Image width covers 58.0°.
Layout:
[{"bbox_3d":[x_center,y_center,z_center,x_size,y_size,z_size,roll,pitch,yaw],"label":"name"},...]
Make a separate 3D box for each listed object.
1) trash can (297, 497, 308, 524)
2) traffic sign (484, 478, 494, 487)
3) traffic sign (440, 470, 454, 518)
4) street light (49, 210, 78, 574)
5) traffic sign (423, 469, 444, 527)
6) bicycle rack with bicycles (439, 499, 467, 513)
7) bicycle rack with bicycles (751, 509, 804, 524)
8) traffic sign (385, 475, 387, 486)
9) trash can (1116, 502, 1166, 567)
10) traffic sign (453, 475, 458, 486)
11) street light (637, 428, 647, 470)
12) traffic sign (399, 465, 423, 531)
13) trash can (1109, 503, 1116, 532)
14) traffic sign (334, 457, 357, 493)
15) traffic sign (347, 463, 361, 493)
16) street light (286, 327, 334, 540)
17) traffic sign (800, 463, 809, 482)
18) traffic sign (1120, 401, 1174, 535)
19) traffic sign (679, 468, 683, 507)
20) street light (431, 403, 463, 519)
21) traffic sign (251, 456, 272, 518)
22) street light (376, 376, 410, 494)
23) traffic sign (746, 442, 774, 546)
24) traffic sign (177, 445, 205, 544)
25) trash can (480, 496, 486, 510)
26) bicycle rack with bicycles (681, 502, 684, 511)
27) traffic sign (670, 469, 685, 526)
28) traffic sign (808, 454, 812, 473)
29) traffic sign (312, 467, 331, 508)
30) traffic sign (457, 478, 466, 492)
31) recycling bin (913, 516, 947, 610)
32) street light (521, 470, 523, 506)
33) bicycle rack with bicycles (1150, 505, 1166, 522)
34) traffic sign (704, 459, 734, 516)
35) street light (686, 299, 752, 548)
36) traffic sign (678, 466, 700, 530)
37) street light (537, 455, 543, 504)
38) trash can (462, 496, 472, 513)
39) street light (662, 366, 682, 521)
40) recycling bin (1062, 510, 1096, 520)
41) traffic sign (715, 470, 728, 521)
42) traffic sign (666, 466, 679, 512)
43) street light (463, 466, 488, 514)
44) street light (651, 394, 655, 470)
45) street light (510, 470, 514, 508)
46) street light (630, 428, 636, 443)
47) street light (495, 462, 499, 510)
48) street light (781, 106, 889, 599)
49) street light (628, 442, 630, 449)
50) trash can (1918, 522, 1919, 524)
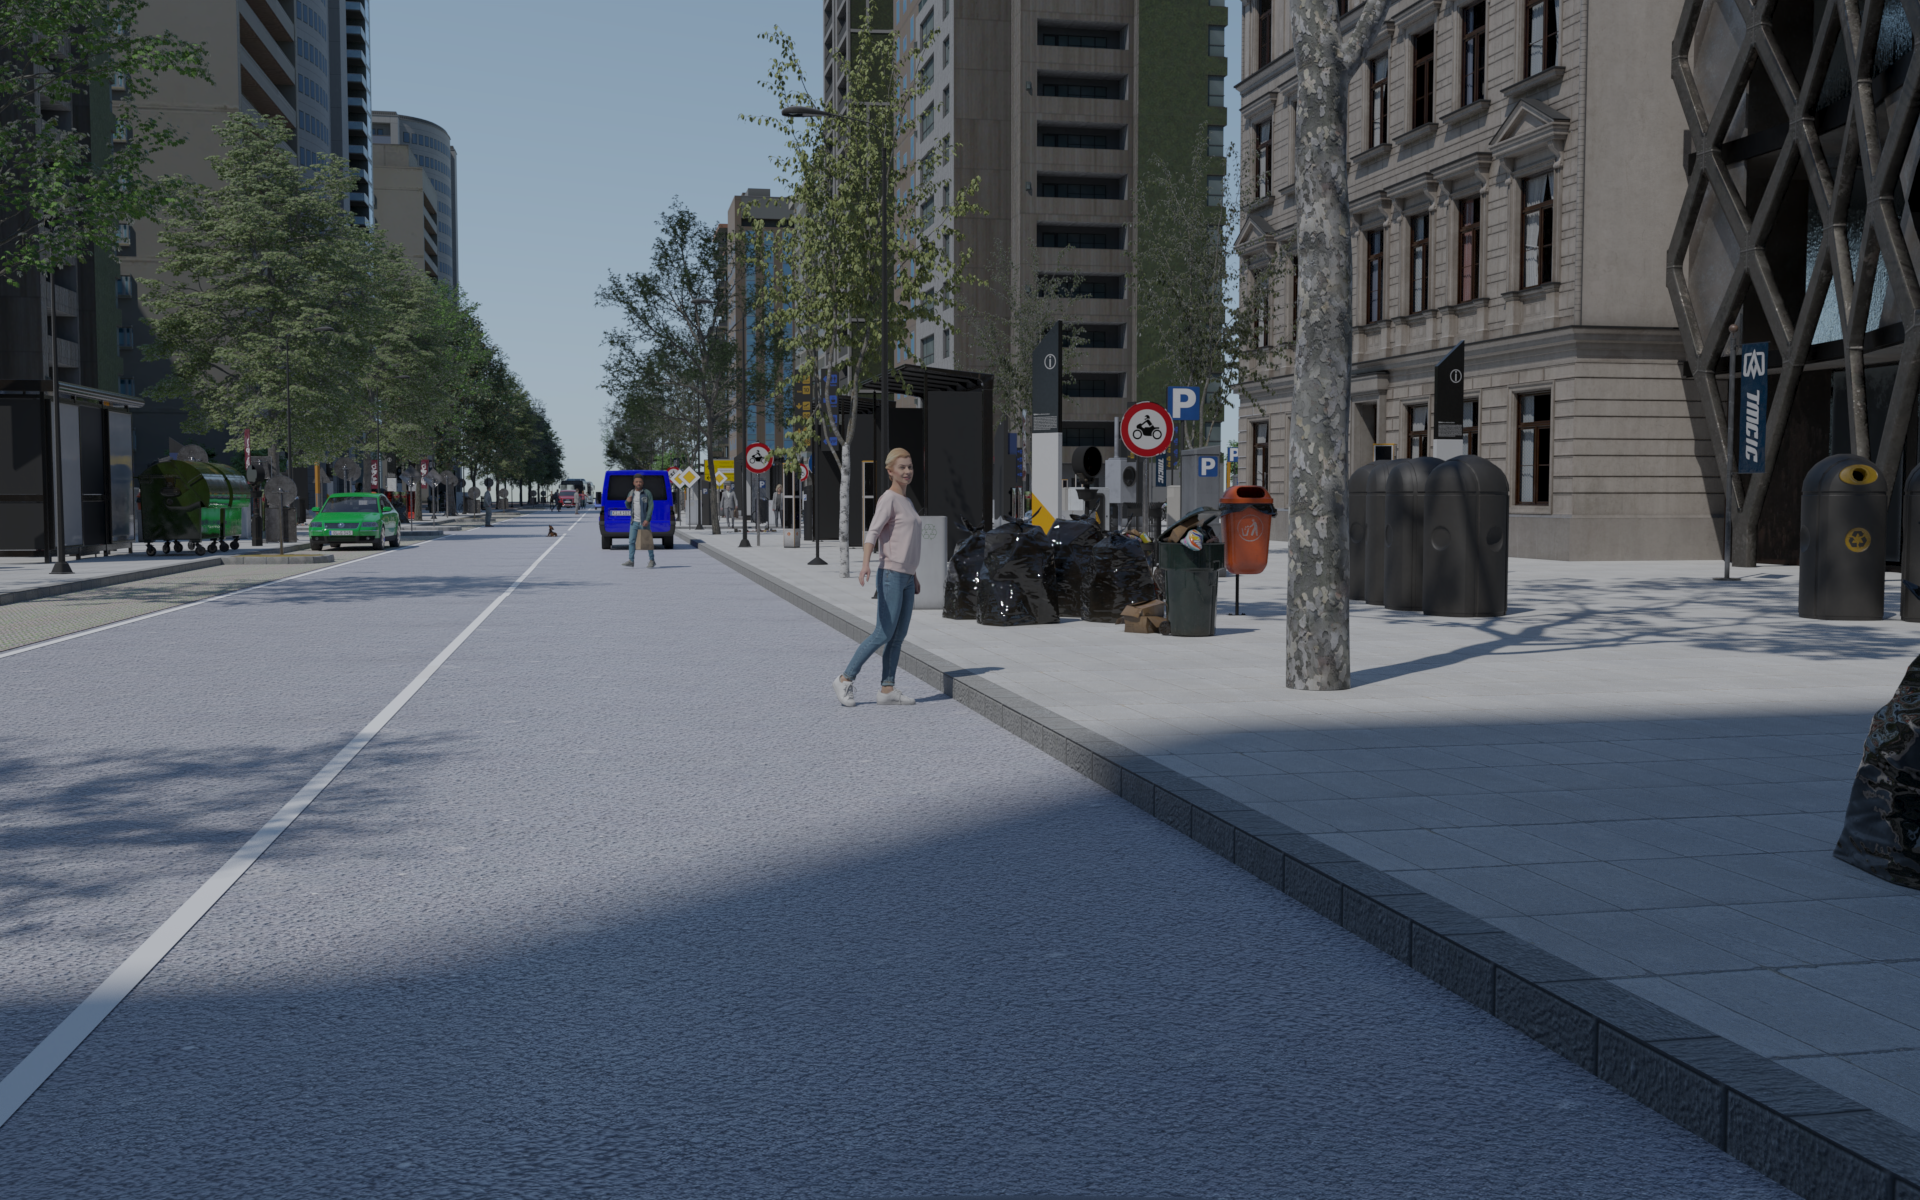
[{"bbox_3d":[-28.609,-3.869,74.912,0.748,1.137,0.748,0,3,0],"label":"trash can"},{"bbox_3d":[-36.771,-8.263,135.199,0.768,2.556,0.104,-1,4,-9],"label":"traffic sign"},{"bbox_3d":[-27.574,-5.688,93.097,0.768,2.556,0.104,-1,4,-10],"label":"traffic sign"},{"bbox_3d":[-13.892,-3.376,27.738,1.470,5.913,1.316,-1,4,-12],"label":"street light"},{"bbox_3d":[-20.641,-3.931,67.912,0.795,2.450,0.064,-1,4,-12],"label":"traffic sign"},{"bbox_3d":[-35.229,-6.567,120.747,2.852,0.926,2.925,0,4,5],"label":"bicycle rack with bicycles"},{"bbox_3d":[-7.341,-3.735,74.450,2.925,0.926,2.852,0,4,2],"label":"bicycle rack with bicycles"},{"bbox_3d":[-30.556,-5.560,93.041,0.606,2.300,0.079,-1,4,-9],"label":"traffic sign"},{"bbox_3d":[3.258,-1.159,30.606,0.748,1.137,0.748,0,3,0],"label":"trash can"},{"bbox_3d":[-33.843,-7.054,115.443,0.768,2.556,0.104,-1,4,-10],"label":"traffic sign"},{"bbox_3d":[-17.947,-7.877,101.322,1.470,5.913,1.316,-1,4,-12],"label":"street light"},{"bbox_3d":[-19.036,-3.452,60.090,0.795,2.450,0.064,-1,4,-12],"label":"traffic sign"},{"bbox_3d":[4.734,-2.576,53.764,0.748,1.137,0.748,0,3,0],"label":"trash can"},{"bbox_3d":[-21.121,-3.635,59.538,0.768,2.556,0.104,0,4,-4],"label":"traffic sign"},{"bbox_3d":[-23.909,-4.153,68.002,0.768,2.556,0.104,0,4,-6],"label":"traffic sign"},{"bbox_3d":[-18.087,-4.626,48.180,1.470,5.913,1.316,-1,4,-12],"label":"street light"},{"bbox_3d":[-6.619,-4.363,71.449,0.768,2.556,0.104,0,4,-3],"label":"traffic sign"},{"bbox_3d":[2.561,-1.454,23.874,0.768,2.556,0.104,-1,4,-11],"label":"traffic sign"},{"bbox_3d":[-13.842,-5.209,85.269,0.768,2.556,0.104,0,4,-4],"label":"traffic sign"},{"bbox_3d":[-26.451,-7.108,88.759,1.470,5.913,1.316,-1,4,-12],"label":"street light"},{"bbox_3d":[-18.913,-2.734,46.828,0.606,2.300,0.079,0,4,-3],"label":"traffic sign"},{"bbox_3d":[-22.229,-5.831,67.883,1.470,5.913,1.316,-1,4,-12],"label":"street light"},{"bbox_3d":[-4.984,-2.609,42.766,0.768,2.556,0.104,-1,4,-11],"label":"traffic sign"},{"bbox_3d":[-19.773,-2.724,44.644,0.768,2.556,0.104,-1,4,-9],"label":"traffic sign"},{"bbox_3d":[-37.344,-7.609,136.063,0.748,1.137,0.748,0,3,0],"label":"trash can"},{"bbox_3d":[-19.096,-6.750,123.738,2.852,0.926,2.925,1,4,23],"label":"bicycle rack with bicycles"},{"bbox_3d":[-11.286,-4.047,69.803,0.795,2.450,0.064,-1,4,-12],"label":"traffic sign"},{"bbox_3d":[-4.063,-3.094,50.690,0.768,2.556,0.104,0,4,-5],"label":"traffic sign"},{"bbox_3d":[-30.567,-5.074,82.962,0.884,2.594,0.081,0,4,-4],"label":"traffic sign"},{"bbox_3d":[-40.487,-8.597,140.668,0.768,2.556,0.104,0,4,-4],"label":"traffic sign"},{"bbox_3d":[-0.524,-0.426,19.515,0.722,1.027,0.722,0,4,-4],"label":"recycling bin"},{"bbox_3d":[-41.626,-11.645,162.944,1.470,5.913,1.316,-1,4,-12],"label":"street light"},{"bbox_3d":[9.509,-4.185,81.802,2.925,0.926,2.852,3,5,41],"label":"bicycle rack with bicycles"},{"bbox_3d":[-13.830,-6.572,101.317,2.265,3.308,0.079,0,4,-3],"label":"traffic sign"},{"bbox_3d":[-5.710,-4.213,41.432,1.470,5.913,1.316,-1,4,-12],"label":"street light"},{"bbox_3d":[-9.682,-3.568,61.981,0.795,2.450,0.064,-1,4,-12],"label":"traffic sign"},{"bbox_3d":[-49.998,-14.146,203.832,1.470,5.913,1.316,-1,4,-12],"label":"street light"},{"bbox_3d":[-33.112,-6.414,116.525,0.748,1.137,0.748,0,3,0],"label":"trash can"},{"bbox_3d":[-9.880,-5.465,61.892,1.470,5.913,1.316,-1,4,-12],"label":"street light"},{"bbox_3d":[1.683,-0.874,26.838,0.722,1.027,0.722,0,4,-7],"label":"recycling bin"},{"bbox_3d":[-11.589,-5.028,83.397,0.795,2.450,0.064,-1,4,-8],"label":"traffic sign"},{"bbox_3d":[-13.222,-4.889,80.048,0.768,2.556,0.104,0,4,-2],"label":"traffic sign"},{"bbox_3d":[-30.769,-8.364,109.298,1.470,5.913,1.316,-1,4,-12],"label":"street light"},{"bbox_3d":[-13.727,-6.627,80.885,1.470,5.913,1.316,-1,4,-12],"label":"street light"},{"bbox_3d":[-37.561,-10.390,142.416,1.470,5.913,1.316,-1,4,-12],"label":"street light"},{"bbox_3d":[-22.308,-9.153,122.195,1.470,5.913,1.316,-1,4,-12],"label":"street light"},{"bbox_3d":[-34.869,-9.616,129.760,1.470,5.913,1.316,-1,4,-12],"label":"street light"},{"bbox_3d":[-1.448,-2.964,21.003,1.470,5.913,1.316,-1,4,-12],"label":"street light"},{"bbox_3d":[-26.406,-10.409,142.725,1.470,5.913,1.316,-1,4,-12],"label":"street light"},{"bbox_3d":[5.321,0.170,8.881,0.748,1.137,0.748,0,3,0],"label":"trash can"}]
